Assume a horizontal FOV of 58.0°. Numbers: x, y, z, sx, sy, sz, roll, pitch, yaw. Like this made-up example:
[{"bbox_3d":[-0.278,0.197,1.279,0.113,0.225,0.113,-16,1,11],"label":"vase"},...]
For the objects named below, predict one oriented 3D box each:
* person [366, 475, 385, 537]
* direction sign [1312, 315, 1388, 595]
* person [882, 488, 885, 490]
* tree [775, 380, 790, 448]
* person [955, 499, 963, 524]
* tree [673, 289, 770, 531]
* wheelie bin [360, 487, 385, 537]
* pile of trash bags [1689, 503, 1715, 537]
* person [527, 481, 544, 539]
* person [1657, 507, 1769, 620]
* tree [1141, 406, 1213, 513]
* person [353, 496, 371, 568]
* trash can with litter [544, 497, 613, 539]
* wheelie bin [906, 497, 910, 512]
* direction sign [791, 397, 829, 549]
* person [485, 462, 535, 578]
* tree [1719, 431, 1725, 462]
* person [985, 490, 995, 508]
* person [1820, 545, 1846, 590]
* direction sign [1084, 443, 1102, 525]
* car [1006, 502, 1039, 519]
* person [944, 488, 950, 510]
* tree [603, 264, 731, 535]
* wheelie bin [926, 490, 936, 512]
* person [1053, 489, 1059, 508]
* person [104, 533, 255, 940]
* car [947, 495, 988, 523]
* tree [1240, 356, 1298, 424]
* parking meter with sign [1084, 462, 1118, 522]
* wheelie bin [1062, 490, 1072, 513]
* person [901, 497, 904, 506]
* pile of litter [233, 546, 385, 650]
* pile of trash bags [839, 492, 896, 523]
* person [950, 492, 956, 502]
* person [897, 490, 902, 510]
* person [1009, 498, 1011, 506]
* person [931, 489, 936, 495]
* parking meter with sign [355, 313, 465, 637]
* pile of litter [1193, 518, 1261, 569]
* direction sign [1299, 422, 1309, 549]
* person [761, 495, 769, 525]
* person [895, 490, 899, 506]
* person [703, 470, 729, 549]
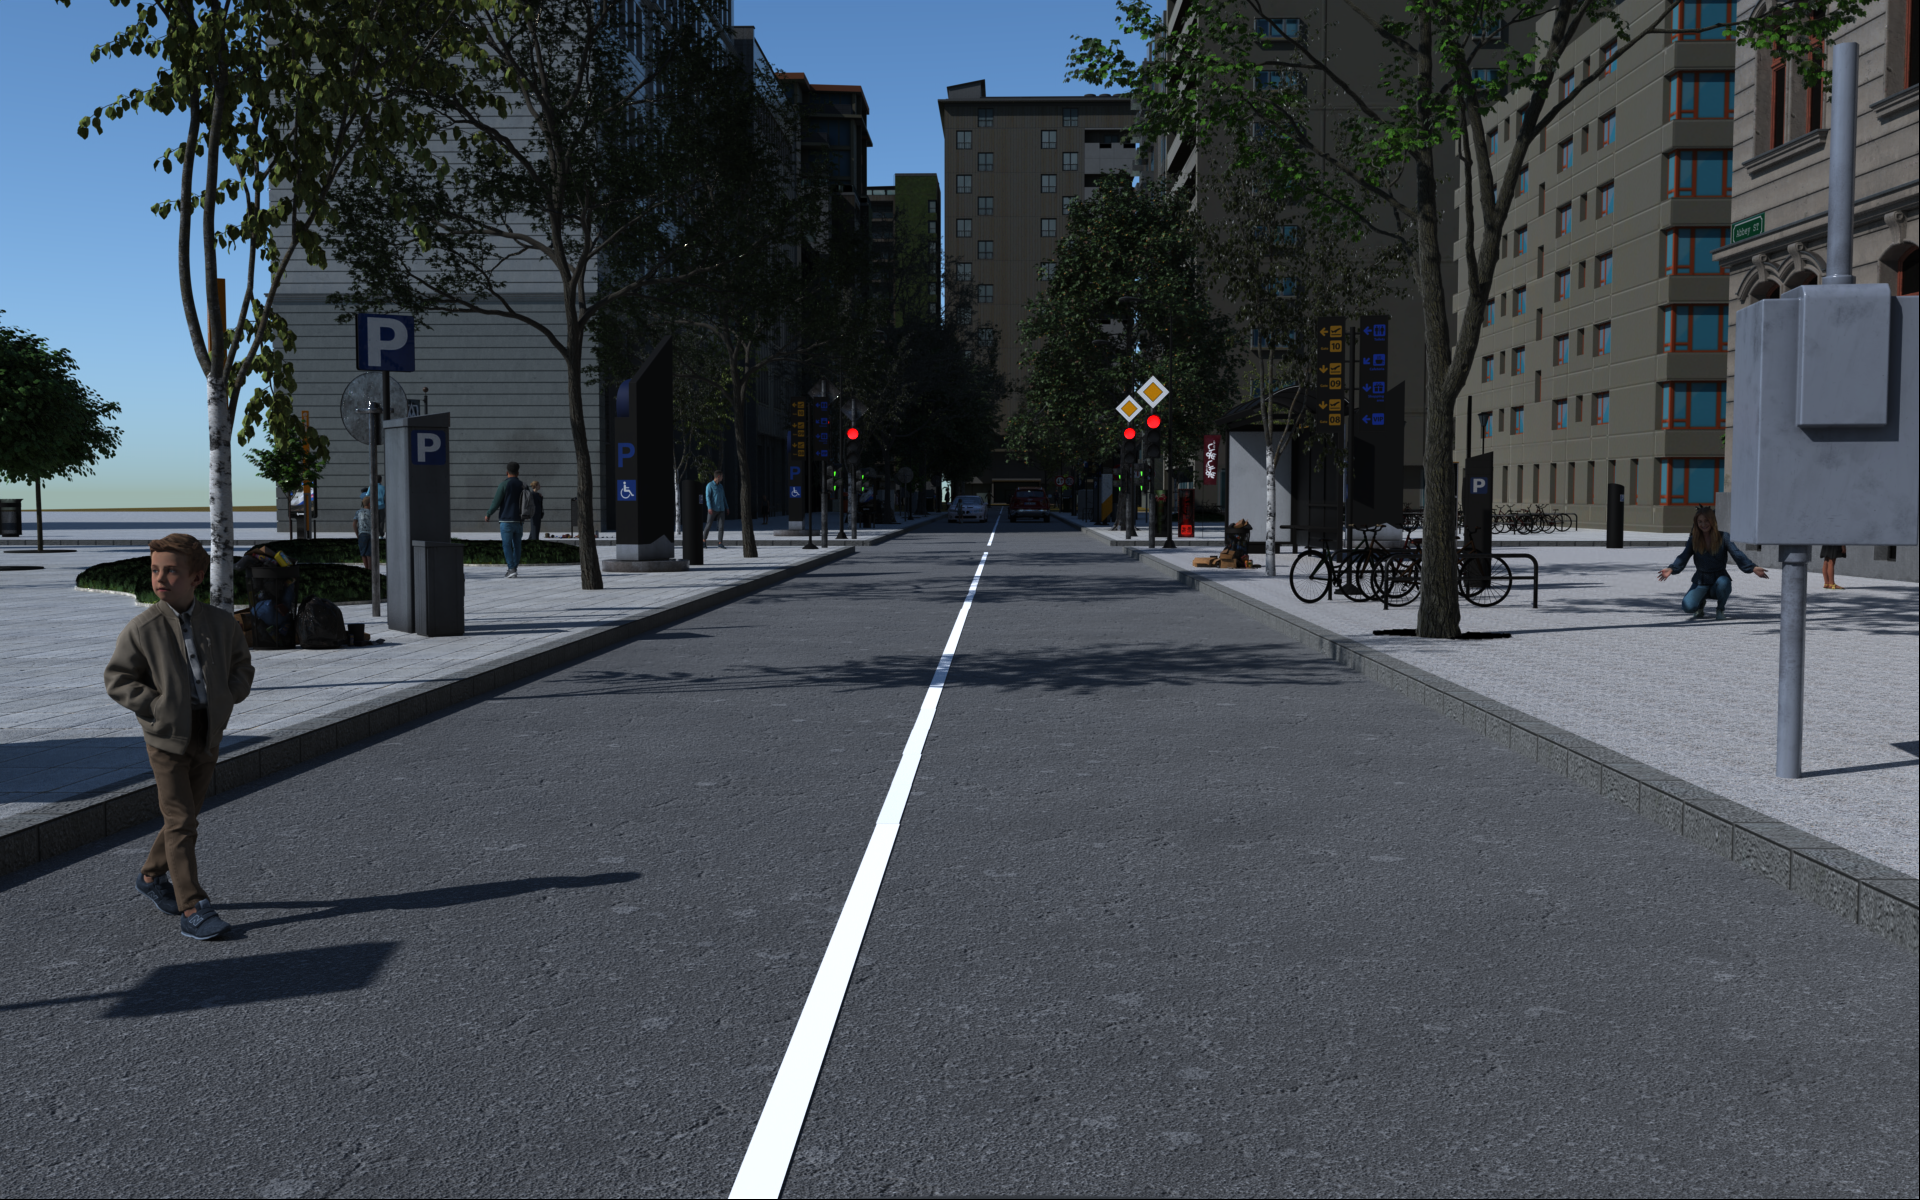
[{"bbox_3d":[-16.663,-2.655,49.478,0.660,1.820,0.620,-1,4,-20],"label":"person"},{"bbox_3d":[4.987,-1.841,22.095,0.876,3.537,0.379,1,4,17],"label":"direction sign"},{"bbox_3d":[-5.635,-7.449,128.555,1.217,1.743,0.721,1,4,21],"label":"person"},{"bbox_3d":[-7.023,-8.310,86.225,4.360,8.622,3.978,0,3,0],"label":"tree"},{"bbox_3d":[-0.052,-4.243,82.894,0.505,1.210,0.382,2,4,24],"label":"person"},{"bbox_3d":[-8.691,-6.731,60.419,4.737,8.622,4.395,0,3,0],"label":"tree"},{"bbox_3d":[-17.116,-2.605,50.501,0.693,1.594,0.980,-1,4,-16],"label":"wheelie bin"},{"bbox_3d":[18.607,-1.828,39.635,3.447,1.369,1.912,1,4,13],"label":"pile of trash bags"},{"bbox_3d":[-11.112,-2.214,45.128,0.534,1.772,0.576,-1,4,-11],"label":"person"},{"bbox_3d":[7.742,-0.377,17.708,1.012,1.151,0.738,2,4,33],"label":"person"},{"bbox_3d":[11.293,-8.547,90.109,4.737,8.622,4.395,0,3,0],"label":"tree"},{"bbox_3d":[-9.270,-0.996,27.003,0.332,1.250,0.352,1,4,15],"label":"person"},{"bbox_3d":[-11.427,-2.419,50.612,2.233,1.210,1.678,1,4,12],"label":"trash can with litter"},{"bbox_3d":[-3.585,-7.086,123.766,0.693,1.594,0.980,2,4,26],"label":"wheelie bin"},{"bbox_3d":[-3.494,-2.957,40.346,0.876,3.537,0.379,0,4,-8],"label":"direction sign"},{"bbox_3d":[-6.879,-1.238,26.628,0.721,1.781,0.623,2,4,35],"label":"person"},{"bbox_3d":[24.647,-4.187,52.172,4.285,4.588,4.351,0,3,0],"label":"tree"},{"bbox_3d":[3.076,-10.546,181.021,1.348,1.812,0.705,3,5,42],"label":"person"},{"bbox_3d":[11.772,-0.771,23.316,0.373,1.253,0.362,0,4,1],"label":"person"},{"bbox_3d":[6.146,-5.350,79.471,0.876,3.537,0.379,0,4,1],"label":"direction sign"},{"bbox_3d":[3.632,-5.286,99.006,1.945,1.354,3.894,0,3,0],"label":"car"},{"bbox_3d":[-1.031,-8.080,138.697,0.434,1.755,0.990,-1,4,-9],"label":"person"},{"bbox_3d":[-8.981,-6.362,54.377,4.360,8.622,3.978,0,3,0],"label":"tree"},{"bbox_3d":[-2.163,-7.111,124.167,0.980,1.594,0.693,1,4,11],"label":"wheelie bin"},{"bbox_3d":[8.771,-9.229,157.853,0.541,1.710,0.530,3,4,36],"label":"person"},{"bbox_3d":[-2.572,0.429,5.759,0.640,1.303,0.475,2,4,34],"label":"person"},{"bbox_3d":[0.411,-4.600,87.571,2.083,1.381,4.827,0,4,3],"label":"car"},{"bbox_3d":[16.199,-8.546,90.092,4.737,8.622,4.395,0,3,0],"label":"tree"},{"bbox_3d":[6.467,-5.028,78.469,1.738,3.016,0.543,-1,4,-22],"label":"parking meter with sign"},{"bbox_3d":[7.503,-6.880,120.397,0.980,1.594,0.693,2,4,31],"label":"wheelie bin"},{"bbox_3d":[-6.093,-10.816,182.508,0.705,1.869,1.348,1,4,20],"label":"person"},{"bbox_3d":[-5.793,-0.037,14.571,1.719,0.858,1.176,0,3,0],"label":"pile of litter"},{"bbox_3d":[-4.324,-4.114,77.016,1.912,1.369,3.447,2,4,27],"label":"pile of trash bags"},{"bbox_3d":[-0.563,-8.826,153.614,1.065,1.426,0.557,2,4,34],"label":"person"},{"bbox_3d":[-4.769,-7.878,136.319,0.415,1.643,0.593,0,4,2],"label":"person"},{"bbox_3d":[4.476,-8.282,147.095,0.799,1.438,0.628,1,4,22],"label":"person"},{"bbox_3d":[-2.917,-10.696,180.879,1.348,1.831,0.705,0,4,8],"label":"person"},{"bbox_3d":[-5.104,-1.221,16.221,0.543,3.016,1.738,-2,4,-35],"label":"parking meter with sign"},{"bbox_3d":[4.659,-1.002,30.341,1.176,0.858,1.719,0,4,1],"label":"pile of litter"},{"bbox_3d":[8.314,-2.981,40.743,0.876,3.537,0.379,3,4,38],"label":"direction sign"},{"bbox_3d":[-8.198,-3.802,72.877,0.362,1.253,0.373,2,4,23],"label":"person"},{"bbox_3d":[-6.673,-10.865,184.357,0.621,1.740,0.551,1,4,13],"label":"person"},{"bbox_3d":[-5.734,-2.123,40.614,0.638,1.841,0.748,-3,4,-38],"label":"person"}]
